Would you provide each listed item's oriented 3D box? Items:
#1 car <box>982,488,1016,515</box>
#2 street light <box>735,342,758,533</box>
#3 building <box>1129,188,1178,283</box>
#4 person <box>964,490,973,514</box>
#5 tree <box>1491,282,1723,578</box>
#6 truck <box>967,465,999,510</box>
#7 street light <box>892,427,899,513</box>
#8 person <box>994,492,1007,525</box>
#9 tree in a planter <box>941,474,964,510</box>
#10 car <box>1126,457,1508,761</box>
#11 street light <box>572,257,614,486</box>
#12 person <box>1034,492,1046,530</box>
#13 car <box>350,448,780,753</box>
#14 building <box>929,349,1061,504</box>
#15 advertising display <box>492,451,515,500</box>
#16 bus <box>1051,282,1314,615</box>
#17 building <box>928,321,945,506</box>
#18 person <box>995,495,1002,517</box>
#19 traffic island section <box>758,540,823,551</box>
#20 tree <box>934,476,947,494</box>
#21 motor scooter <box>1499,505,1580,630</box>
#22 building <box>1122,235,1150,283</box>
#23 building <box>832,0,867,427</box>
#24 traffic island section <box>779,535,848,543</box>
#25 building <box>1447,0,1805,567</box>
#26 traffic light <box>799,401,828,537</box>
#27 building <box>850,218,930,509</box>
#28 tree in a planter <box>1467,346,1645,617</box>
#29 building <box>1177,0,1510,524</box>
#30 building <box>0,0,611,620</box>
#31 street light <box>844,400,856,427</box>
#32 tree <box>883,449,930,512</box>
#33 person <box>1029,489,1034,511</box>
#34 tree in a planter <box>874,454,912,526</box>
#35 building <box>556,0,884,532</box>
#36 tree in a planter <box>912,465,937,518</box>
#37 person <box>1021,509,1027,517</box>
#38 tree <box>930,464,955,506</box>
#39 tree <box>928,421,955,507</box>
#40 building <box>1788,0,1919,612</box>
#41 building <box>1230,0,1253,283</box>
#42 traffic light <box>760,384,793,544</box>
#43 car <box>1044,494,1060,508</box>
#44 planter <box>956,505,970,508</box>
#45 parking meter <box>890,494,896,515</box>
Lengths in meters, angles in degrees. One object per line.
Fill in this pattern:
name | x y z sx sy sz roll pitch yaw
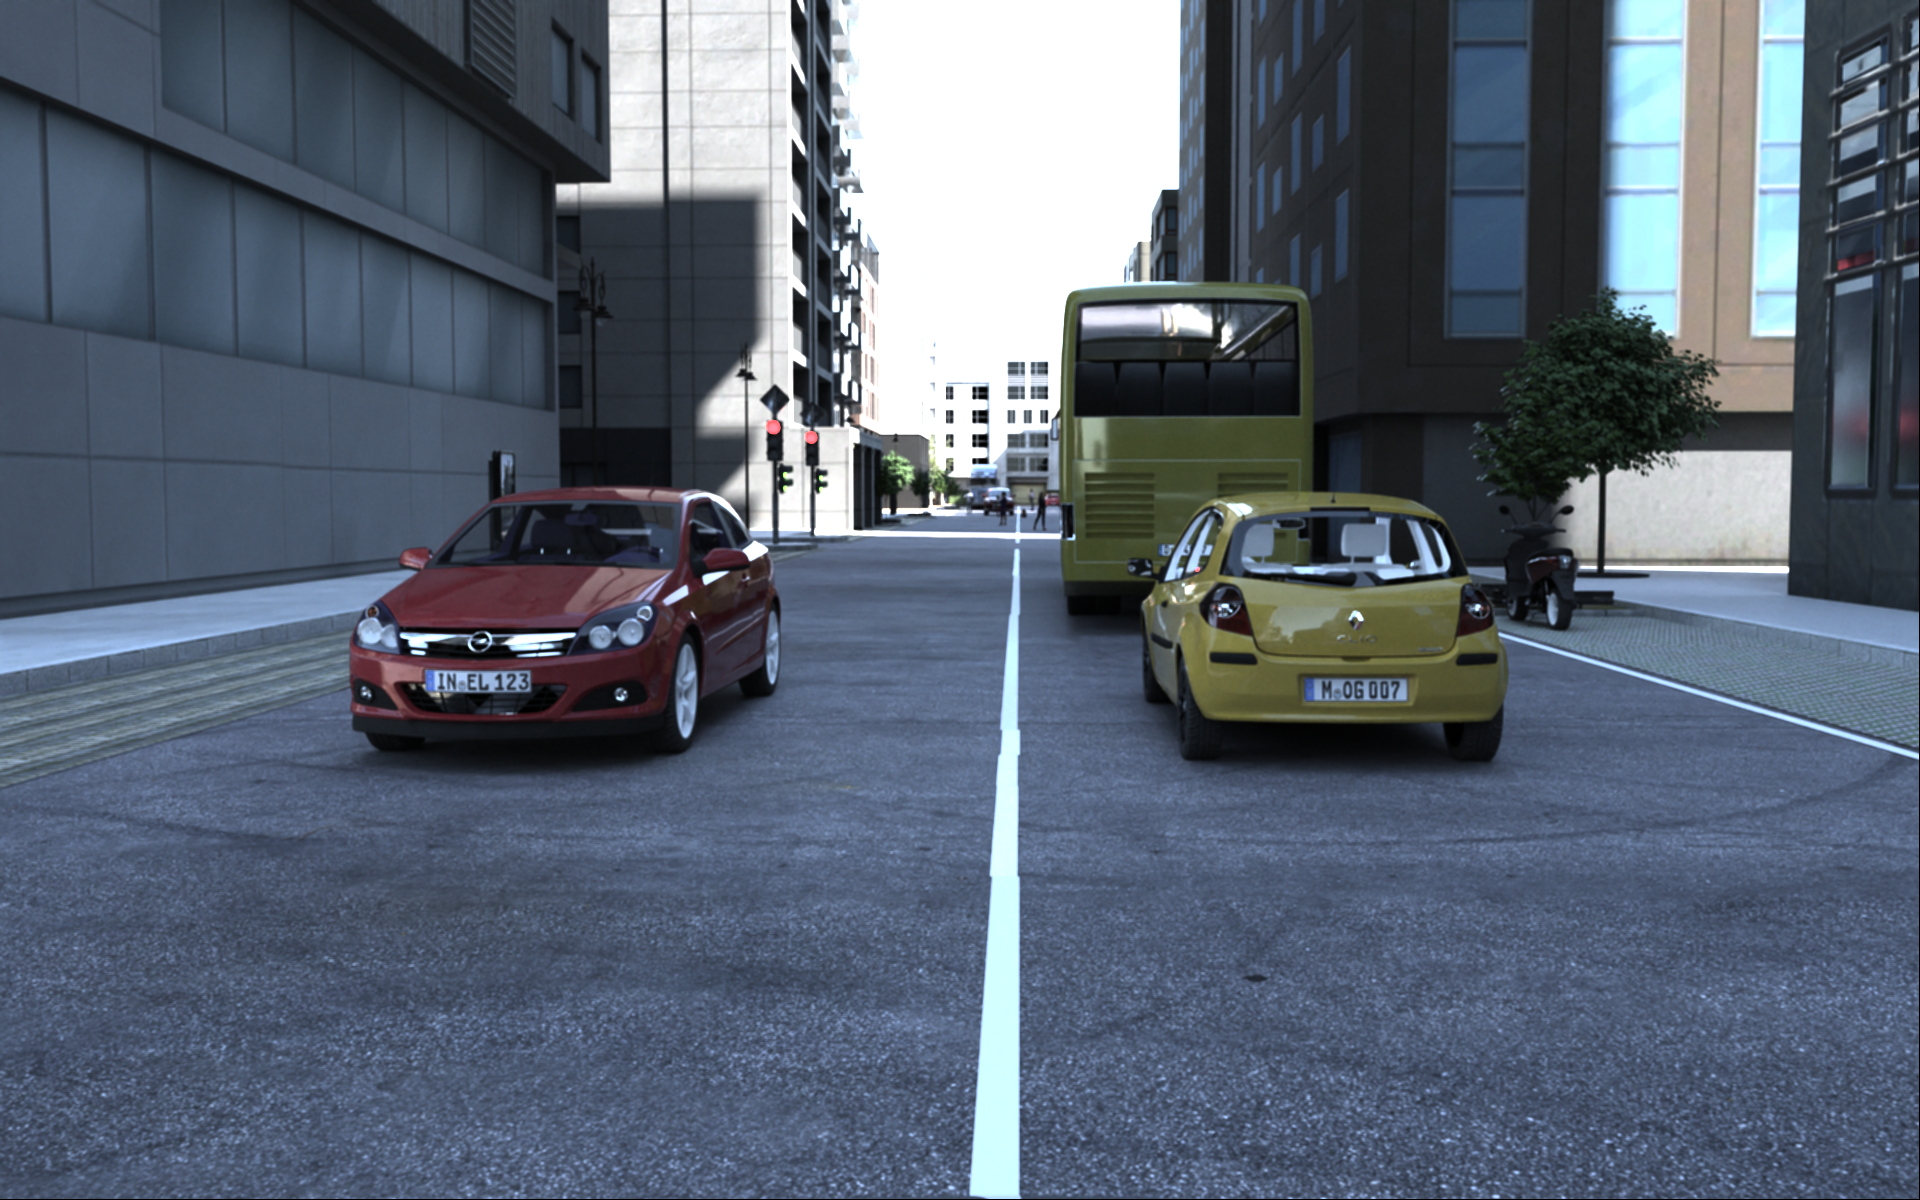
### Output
car | 2.661 -6.679 117.881 2.281 1.827 5.304 0 4 2
street light | -6.502 -4.895 52.819 0.468 5.910 1.993 0 4 2
building | 25.692 -16.340 112.195 27.650 21.520 28.899 0 4 2
person | 0.675 -7.029 124.141 0.376 1.734 0.841 -3 5 -44
tree | 9.973 -2.651 27.053 4.285 4.588 4.351 0 3 0
truck | 2.648 -10.752 165.554 2.967 4.110 18.799 0 4 4
street light | -4.317 -8.822 117.022 0.468 5.910 1.993 0 4 2
person | 1.904 -4.203 79.588 0.453 1.535 0.546 3 5 40
tree in a planter | -0.653 -9.603 154.236 1.991 3.239 1.994 0 4 2
car | 2.076 -0.031 10.734 2.015 1.641 3.980 0 4 2
street light | -7.167 -3.741 33.954 0.468 5.910 1.993 0 4 2
person | 3.198 -3.562 69.281 0.613 1.512 0.480 1 4 22
car | -2.304 -0.117 10.959 2.155 1.783 4.494 0 4 4
building | 4.305 -21.581 219.301 31.486 18.905 16.747 0 4 2
advertising display | -6.896 -1.286 26.234 0.123 1.923 0.974 0 4 -2
bus | 2.619 -1.942 23.300 2.896 3.916 12.252 0 4 3
building | -7.549 -20.766 195.949 11.380 20.091 16.016 0 4 2
person | 2.472 -5.895 108.795 0.340 1.345 0.435 3 5 43
traffic island section | -4.747 -1.355 44.435 2.009 0.180 2.903 0 4 2
tree | -1.893 -11.498 182.588 1.663 3.219 1.824 0 3 0
motor scooter | 6.288 -0.367 18.780 0.815 1.314 1.986 0 4 1
building | 28.122 -18.888 152.788 27.936 21.610 32.646 0 4 2
building | -17.560 -29.746 105.964 23.786 49.044 30.456 0 4 2
traffic island section | -4.474 -1.843 52.416 2.009 0.180 2.903 0 4 2
building | 14.016 -23.578 35.614 14.600 45.320 14.200 0 4 2
traffic light | -4.434 -3.875 52.280 0.839 4.253 0.868 0 4 2
building | -17.340 -18.404 144.878 27.936 21.610 32.646 0 4 2
tree in a planter | 6.971 -1.453 20.976 1.991 3.239 1.994 0 4 2
building | 18.857 -26.868 89.399 14.600 45.320 14.200 0 4 2
building | -21.662 -26.775 27.019 27.495 52.752 28.713 0 4 2
street light | -5.404 -6.871 85.134 0.468 5.910 1.993 0 4 2
tree | -4.882 -8.671 125.490 4.285 4.588 4.351 0 3 0
person | 5.987 -8.486 147.119 0.599 1.838 0.709 0 4 5
tree in a planter | -3.302 -4.876 76.945 1.991 3.239 1.994 0 4 2
building | -13.829 -38.741 71.670 20.563 71.187 20.611 0 4 2
tree in a planter | -2.396 -6.523 103.874 1.991 3.239 1.994 0 4 2
person | 3.894 -5.288 105.428 0.357 0.543 0.381 -2 4 -32
tree | -2.270 -12.385 186.206 4.285 4.588 4.351 0 3 0
tree | -2.819 -13.812 176.195 4.737 8.622 4.395 0 3 0
building | 21.153 -42.256 3.552 22.319 86.520 31.000 0 4 2
building | 24.650 -31.645 59.389 28.212 58.520 21.231 0 4 2
traffic light | -4.707 -3.387 44.299 0.839 4.253 0.868 0 4 2
car | 9.643 -10.440 179.740 2.155 1.783 4.494 0 4 2
planter | 0.267 -9.793 181.253 1.991 0.319 1.994 0 4 2
parking meter | -4.110 -6.115 105.684 0.255 1.863 0.399 1 4 18
